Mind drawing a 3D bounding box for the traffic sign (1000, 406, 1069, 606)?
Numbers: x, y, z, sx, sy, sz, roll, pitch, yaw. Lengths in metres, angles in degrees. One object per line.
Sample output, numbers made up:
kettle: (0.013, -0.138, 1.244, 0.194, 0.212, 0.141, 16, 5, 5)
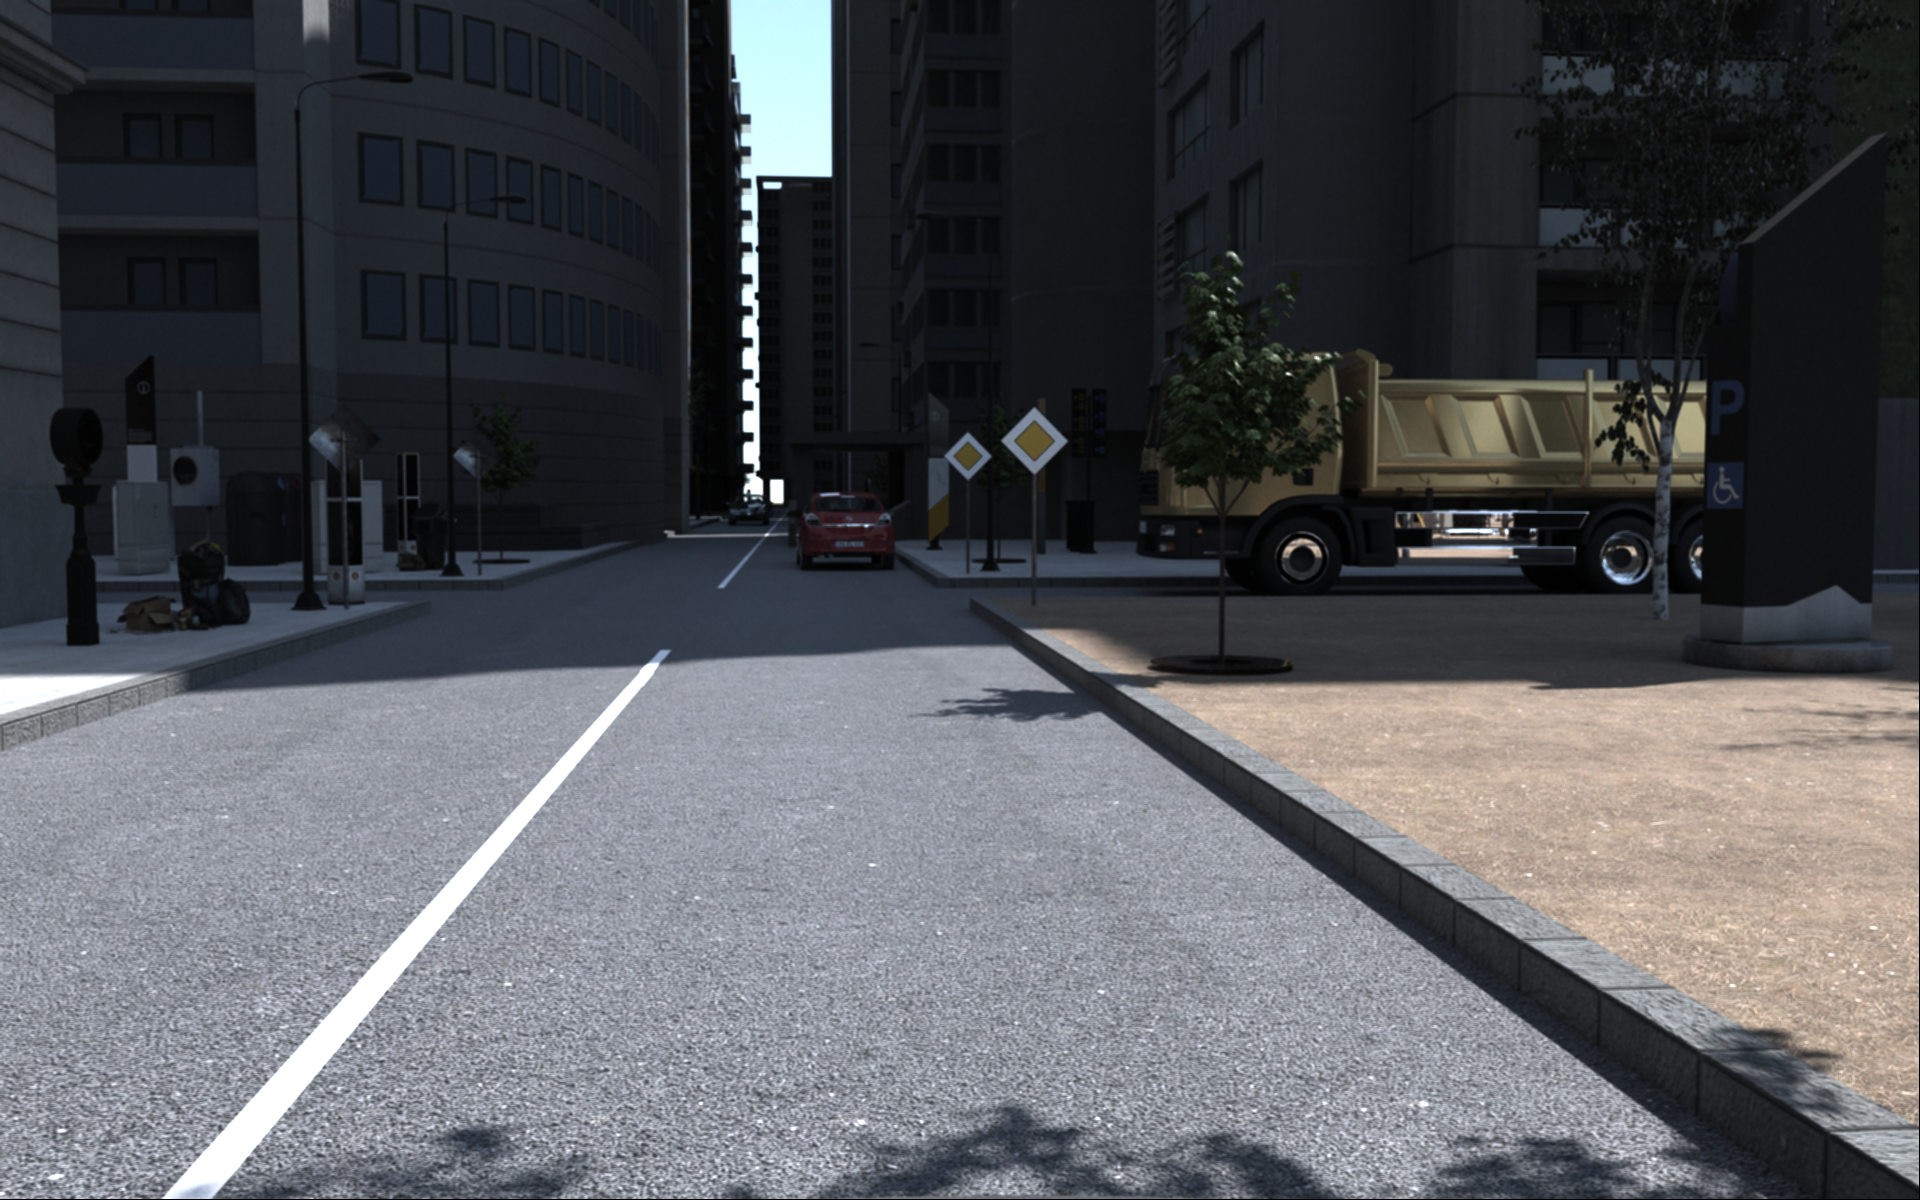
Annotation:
traffic sign: (0.849, -0.993, 19.871, 0.795, 2.450, 0.064, 0, 4, -5)

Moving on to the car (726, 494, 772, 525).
car: (-9.832, -4.222, 80.820, 2.131, 1.459, 4.920, 0, 4, -5)

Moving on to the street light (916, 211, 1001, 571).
street light: (-0.032, -3.434, 28.681, 1.470, 5.913, 1.316, 0, 4, -5)

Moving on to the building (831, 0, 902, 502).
building: (-1.661, -38.071, 164.455, 21.231, 58.520, 28.212, 0, 4, -5)

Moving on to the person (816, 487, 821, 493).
person: (-7.863, -5.340, 95.912, 0.694, 1.812, 0.767, 1, 4, 12)

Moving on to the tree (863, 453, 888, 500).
tree: (-2.933, -4.660, 70.795, 1.663, 3.219, 1.824, 0, 3, 0)

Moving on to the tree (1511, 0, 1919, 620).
tree: (7.400, -4.111, 17.584, 4.360, 8.622, 3.978, 0, 3, 0)

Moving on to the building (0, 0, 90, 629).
building: (-19.840, -13.639, 10.383, 23.554, 28.519, 14.401, 0, 4, -5)

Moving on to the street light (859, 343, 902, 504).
street light: (-2.384, -4.940, 53.317, 1.470, 5.913, 1.316, 0, 4, -5)

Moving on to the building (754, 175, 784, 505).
building: (-11.650, -31.151, 201.196, 23.993, 40.220, 32.217, 0, 4, -5)

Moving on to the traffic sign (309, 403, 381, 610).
traffic sign: (-6.816, -0.951, 19.197, 0.795, 2.450, 0.064, 0, 4, -5)

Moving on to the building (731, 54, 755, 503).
building: (-38.538, -35.171, 194.650, 30.456, 49.044, 23.786, 0, 4, -5)

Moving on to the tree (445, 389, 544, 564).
tree: (-8.473, -2.296, 32.138, 1.663, 3.219, 1.824, 0, 3, 0)

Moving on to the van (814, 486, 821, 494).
van: (-11.510, -7.799, 131.892, 2.240, 2.365, 5.245, 0, 4, -7)

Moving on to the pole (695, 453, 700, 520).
pole: (-13.005, -5.631, 85.913, 0.158, 3.312, 0.155, 0, 3, 0)

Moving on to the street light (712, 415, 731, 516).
street light: (-14.087, -7.870, 101.208, 1.470, 5.913, 1.316, 0, 4, -5)

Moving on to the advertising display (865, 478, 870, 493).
advertising display: (-3.635, -3.855, 68.251, 0.123, 1.923, 0.974, 0, 4, 1)

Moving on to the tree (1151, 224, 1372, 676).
tree: (1.864, -1.096, 12.526, 1.663, 3.219, 1.824, 0, 3, 0)

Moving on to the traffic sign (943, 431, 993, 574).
traffic sign: (0.126, -1.479, 27.824, 0.795, 2.450, 0.064, 0, 4, -5)

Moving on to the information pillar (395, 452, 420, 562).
information pillar: (-9.781, -1.604, 30.721, 0.304, 2.012, 0.304, -3, 5, -44)

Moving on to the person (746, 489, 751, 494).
person: (-12.535, -5.774, 103.693, 0.721, 1.735, 1.217, -1, 4, -14)

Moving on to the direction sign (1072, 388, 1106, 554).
direction sign: (2.775, -2.771, 37.305, 0.876, 3.537, 0.379, -2, 4, -30)

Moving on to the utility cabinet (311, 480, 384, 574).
utility cabinet: (-9.900, -1.176, 27.914, 0.318, 1.500, 1.173, 2, 4, 35)

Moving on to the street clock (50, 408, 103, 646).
street clock: (-7.456, -0.618, 14.668, 0.358, 2.002, 0.471, 0, 4, -1)

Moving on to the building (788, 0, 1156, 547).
building: (10.782, -22.142, 53.911, 32.217, 40.220, 23.993, 0, 4, -5)

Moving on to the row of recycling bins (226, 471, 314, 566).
row of recycling bins: (-12.884, -1.547, 32.412, 1.069, 1.692, 3.534, 0, 4, -6)

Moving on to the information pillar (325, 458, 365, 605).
information pillar: (-7.131, -0.953, 20.074, 0.304, 2.012, 0.304, 2, 4, 27)

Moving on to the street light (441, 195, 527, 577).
street light: (-7.414, -3.330, 26.979, 1.470, 5.913, 1.316, 0, 4, -5)

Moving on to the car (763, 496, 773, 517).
car: (-12.574, -5.831, 107.919, 1.945, 1.354, 3.894, 0, 4, -3)

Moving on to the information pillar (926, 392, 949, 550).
information pillar: (-0.507, -2.961, 39.770, 0.504, 3.616, 0.183, -1, 4, -14)

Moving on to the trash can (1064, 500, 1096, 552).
trash can: (2.670, -1.641, 38.476, 0.748, 1.137, 0.748, 0, 3, 0)

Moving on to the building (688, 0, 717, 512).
building: (-27.796, -28.135, 114.640, 22.147, 44.769, 28.867, 0, 4, -5)

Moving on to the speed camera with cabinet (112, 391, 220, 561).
speed camera with cabinet: (-15.284, -2.383, 33.296, 2.038, 3.252, 0.660, 1, 4, 16)

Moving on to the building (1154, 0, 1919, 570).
building: (12.145, -21.473, 34.686, 14.086, 41.232, 14.154, 0, 4, -5)

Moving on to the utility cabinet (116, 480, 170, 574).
utility cabinet: (-13.067, -1.167, 27.752, 0.318, 1.500, 1.173, 0, 4, -1)

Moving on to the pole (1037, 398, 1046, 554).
pole: (1.730, -2.633, 36.886, 0.158, 3.312, 0.155, 0, 3, 0)

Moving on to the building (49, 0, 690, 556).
building: (-19.285, -30.956, 48.123, 21.231, 58.520, 28.212, 0, 4, -5)

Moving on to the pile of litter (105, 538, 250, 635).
pile of litter: (-7.554, -0.166, 16.673, 1.176, 0.858, 1.719, 1, 4, 20)

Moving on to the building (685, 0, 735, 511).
building: (-25.110, -29.745, 136.448, 14.600, 45.320, 14.200, 0, 4, -5)

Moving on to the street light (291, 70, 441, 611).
street light: (-6.691, -2.847, 19.093, 1.470, 5.913, 1.316, 0, 4, -5)

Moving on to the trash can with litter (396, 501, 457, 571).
trash can with litter: (-8.997, -1.086, 29.148, 0.624, 1.170, 1.055, 1, 4, 15)

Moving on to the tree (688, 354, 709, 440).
tree: (-12.737, -7.474, 72.555, 4.737, 8.622, 4.395, 0, 3, 0)

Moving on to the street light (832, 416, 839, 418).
street light: (-6.874, -7.955, 102.609, 1.470, 5.913, 1.316, 0, 4, -5)

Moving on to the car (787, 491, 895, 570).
car: (-2.311, -1.537, 34.168, 2.155, 1.783, 4.494, 0, 4, -7)

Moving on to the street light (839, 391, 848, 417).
street light: (-4.578, -6.448, 77.967, 1.470, 5.913, 1.316, 0, 4, -5)

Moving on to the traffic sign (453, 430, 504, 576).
traffic sign: (-7.539, -1.438, 27.150, 0.795, 2.450, 0.064, 0, 4, -5)

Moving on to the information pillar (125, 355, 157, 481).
information pillar: (-13.776, -2.315, 29.202, 0.504, 3.616, 0.183, 0, 4, 4)

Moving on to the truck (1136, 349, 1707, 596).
truck: (6.631, -1.752, 24.565, 9.791, 3.379, 3.469, 0, 4, -4)

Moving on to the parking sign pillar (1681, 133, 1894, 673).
parking sign pillar: (6.236, -1.499, 12.974, 1.447, 3.967, 1.447, -1, 4, -22)

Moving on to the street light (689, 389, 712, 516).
street light: (-11.875, -6.362, 76.559, 1.470, 5.913, 1.316, 0, 4, -5)

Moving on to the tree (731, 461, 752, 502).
tree: (-19.972, -10.263, 151.507, 4.285, 4.588, 4.351, 0, 3, 0)

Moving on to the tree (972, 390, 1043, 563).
tree: (0.751, -2.309, 32.360, 1.663, 3.219, 1.824, 0, 3, 0)
